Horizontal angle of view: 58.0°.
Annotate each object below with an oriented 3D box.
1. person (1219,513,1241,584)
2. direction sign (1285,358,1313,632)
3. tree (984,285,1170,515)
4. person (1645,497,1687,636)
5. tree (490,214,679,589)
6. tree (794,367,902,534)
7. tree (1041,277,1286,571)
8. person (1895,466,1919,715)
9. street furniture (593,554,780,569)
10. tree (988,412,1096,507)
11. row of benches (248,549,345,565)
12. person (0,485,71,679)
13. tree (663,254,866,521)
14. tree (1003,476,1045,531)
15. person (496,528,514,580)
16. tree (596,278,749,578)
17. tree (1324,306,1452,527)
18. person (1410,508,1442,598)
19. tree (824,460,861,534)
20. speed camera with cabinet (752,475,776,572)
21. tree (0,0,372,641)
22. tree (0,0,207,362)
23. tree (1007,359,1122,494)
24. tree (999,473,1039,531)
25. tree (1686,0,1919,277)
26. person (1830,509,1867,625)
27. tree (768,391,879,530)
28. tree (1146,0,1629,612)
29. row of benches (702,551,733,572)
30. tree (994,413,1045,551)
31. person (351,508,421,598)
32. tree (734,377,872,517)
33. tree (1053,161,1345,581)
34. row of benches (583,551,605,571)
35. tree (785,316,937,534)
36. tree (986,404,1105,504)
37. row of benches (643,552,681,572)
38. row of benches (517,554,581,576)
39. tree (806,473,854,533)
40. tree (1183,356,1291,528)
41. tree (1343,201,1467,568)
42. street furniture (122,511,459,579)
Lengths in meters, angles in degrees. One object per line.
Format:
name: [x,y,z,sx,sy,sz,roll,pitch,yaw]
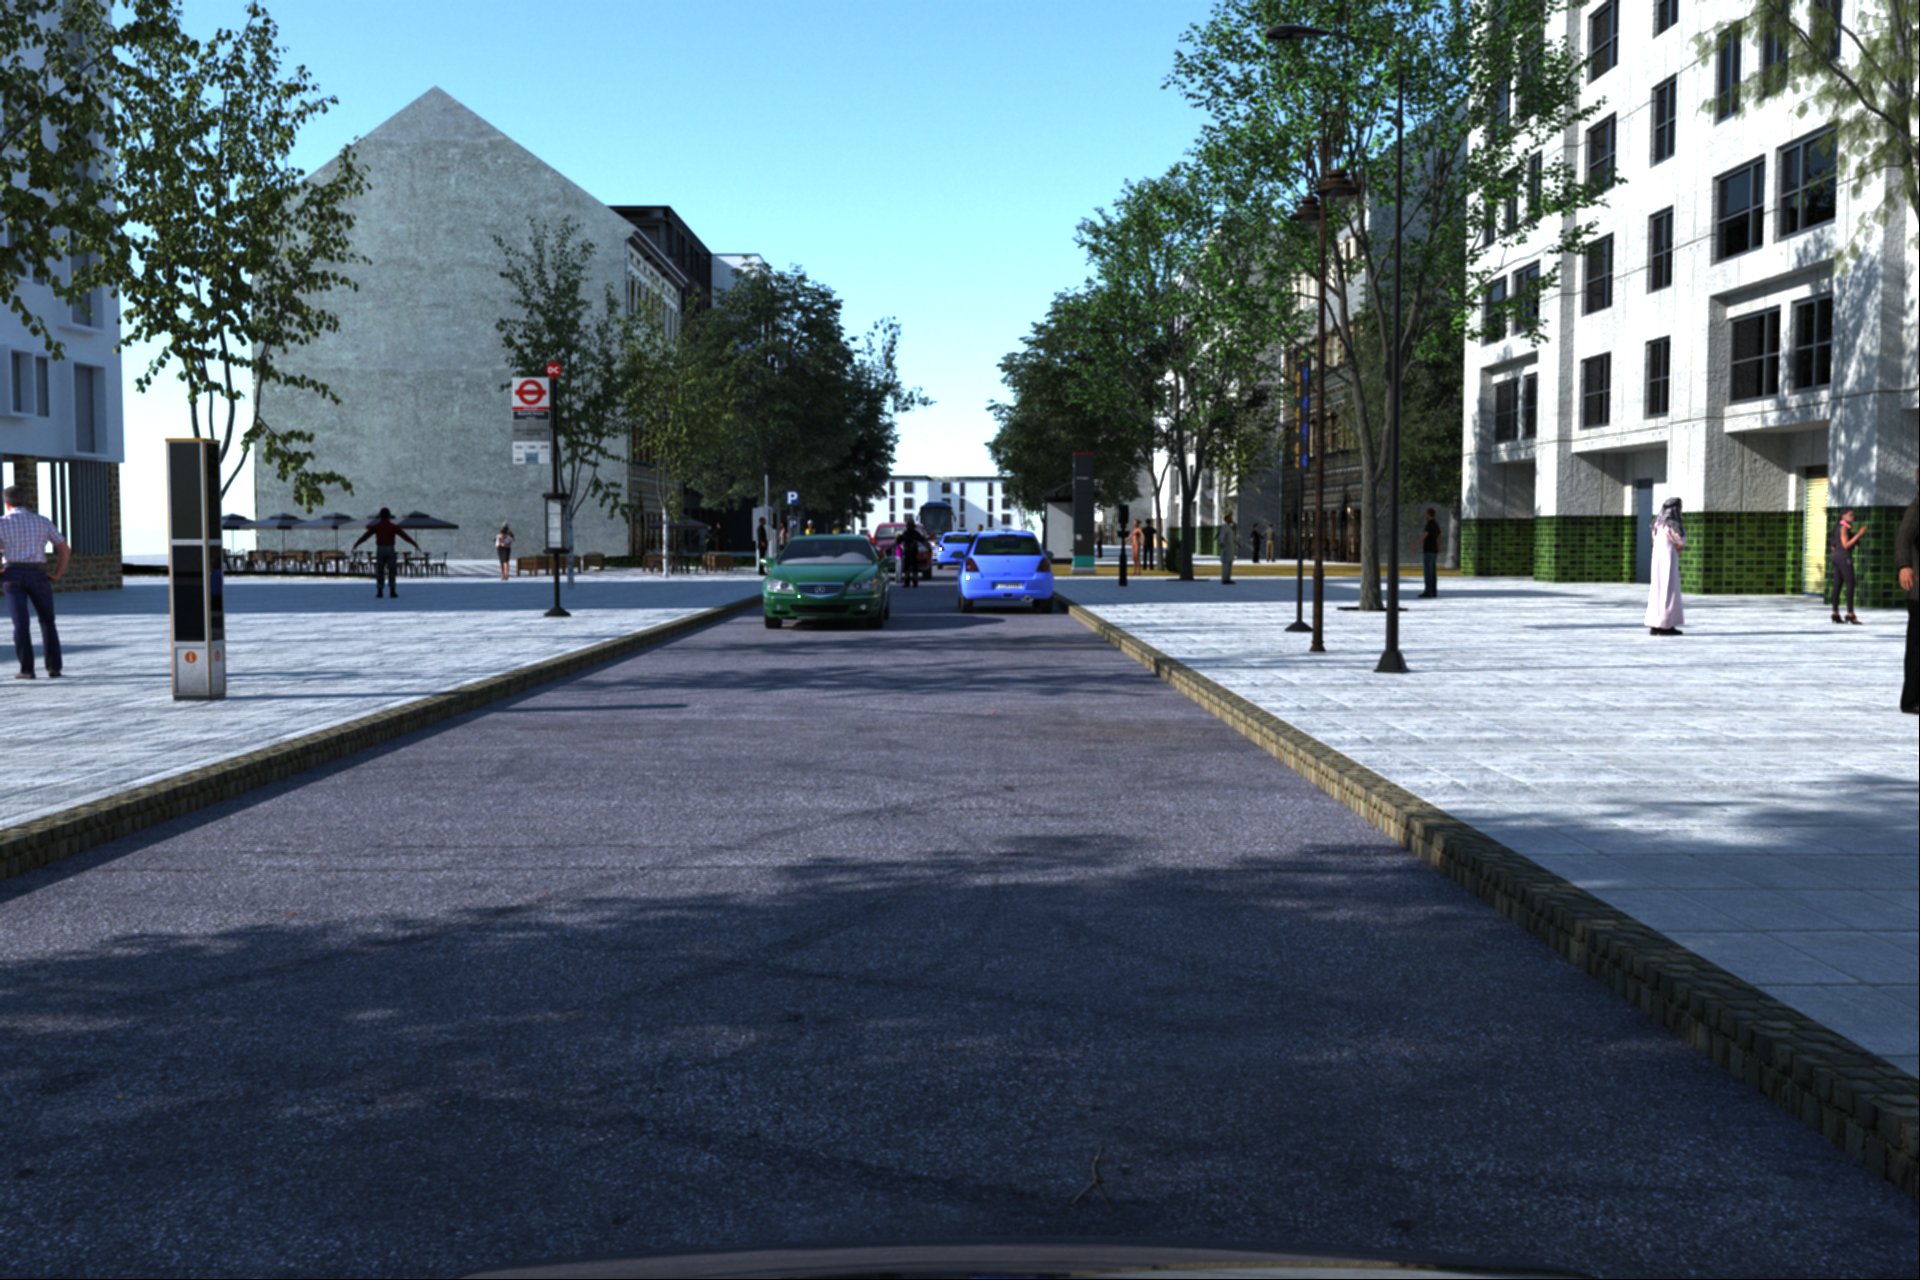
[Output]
person: [6.881,-2.342,44.381,0.704,1.819,1.344,2,4,29]
direction sign: [4.478,-1.881,22.753,0.379,3.537,0.876,0,3,0]
tree: [5.943,-11.002,86.536,9.857,13.997,8.962,0,3,0]
person: [8.968,-0.929,21.899,0.621,1.740,0.551,-1,4,-10]
tree: [-8.953,-5.489,40.107,4.737,8.622,4.395,0,3,0]
tree: [-9.110,-13.789,132.110,9.857,13.997,8.962,0,3,0]
tree: [6.975,-7.669,59.803,8.767,10.594,7.601,0,4,4]
person: [6.959,-0.380,12.392,1.348,1.807,0.705,-3,5,-41]
street furniture: [-8.816,-3.137,66.918,10.072,0.657,5.734,0,4,2]
tree: [6.482,-11.478,122.074,8.767,10.594,7.601,-1,4,-21]
row of benches: [-27.384,-3.439,71.692,4.104,0.672,1.422,0,4,7]
person: [-8.315,-0.513,15.376,0.756,1.711,0.436,-2,4,-32]
tree: [-8.906,-10.635,80.532,9.857,13.997,8.962,0,3,0]
tree: [5.485,-12.267,150.920,4.360,8.622,3.978,0,3,0]
person: [-12.619,-2.363,47.862,0.628,1.438,0.799,-3,5,-42]
tree: [-8.433,-6.146,50.851,4.737,8.622,4.395,0,3,0]
tree: [13.367,-6.462,56.014,4.360,8.622,3.978,0,3,0]
person: [9.499,-1.766,35.092,0.705,1.803,1.348,3,4,38]
tree: [-9.158,-10.126,115.926,4.360,8.622,3.978,0,3,0]
speed camera with cabinet: [-6.630,-3.935,58.668,0.660,3.252,2.038,0,4,1]
tree: [-8.780,-4.270,20.171,4.737,8.622,4.395,0,3,0]
tree: [-8.659,-3.923,14.501,4.737,8.622,4.395,0,3,0]
tree: [6.433,-10.715,100.948,9.928,11.665,9.643,0,3,0]
tree: [5.730,-12.685,157.768,4.360,8.622,3.978,0,3,0]
tree: [6.651,-3.721,11.209,4.360,8.622,3.978,0,3,0]
person: [12.709,-1.054,24.746,0.415,1.643,0.593,-2,4,-32]
tree: [-8.818,-10.535,106.663,8.767,10.594,7.601,1,4,14]
tree: [6.976,-6.306,28.862,9.928,11.665,9.643,0,3,0]
row of benches: [-8.534,-2.776,60.856,1.422,0.672,4.104,-1,4,-14]
tree: [6.484,-12.813,135.240,9.928,11.665,9.643,0,3,0]
person: [-11.610,-1.769,35.027,1.345,1.816,0.704,-1,4,-13]
tree: [-8.984,-9.914,96.502,8.767,10.594,7.601,0,4,3]
tree: [6.362,-7.440,47.392,9.928,11.665,9.643,0,3,0]
row of benches: [-13.011,-2.821,61.588,1.422,0.672,4.104,-1,4,-10]
tree: [-7.837,-17.943,149.259,12.611,20.169,13.585,0,3,0]
tree: [6.151,-10.774,110.568,8.767,10.594,7.601,-2,4,-25]
row of benches: [-10.405,-2.762,60.624,1.422,0.672,4.104,0,4,2]
row of benches: [-13.074,-2.441,55.370,1.422,0.672,4.104,0,4,8]
tree: [-9.199,-10.597,123.630,4.737,8.622,4.395,0,3,0]
tree: [10.546,-7.153,67.317,4.737,8.622,4.395,0,3,0]
tree: [18.749,-9.712,65.440,9.857,13.997,8.962,0,3,0]
street furniture: [-28.308,-3.164,56.753,14.083,1.986,27.439,-3,5,-45]
